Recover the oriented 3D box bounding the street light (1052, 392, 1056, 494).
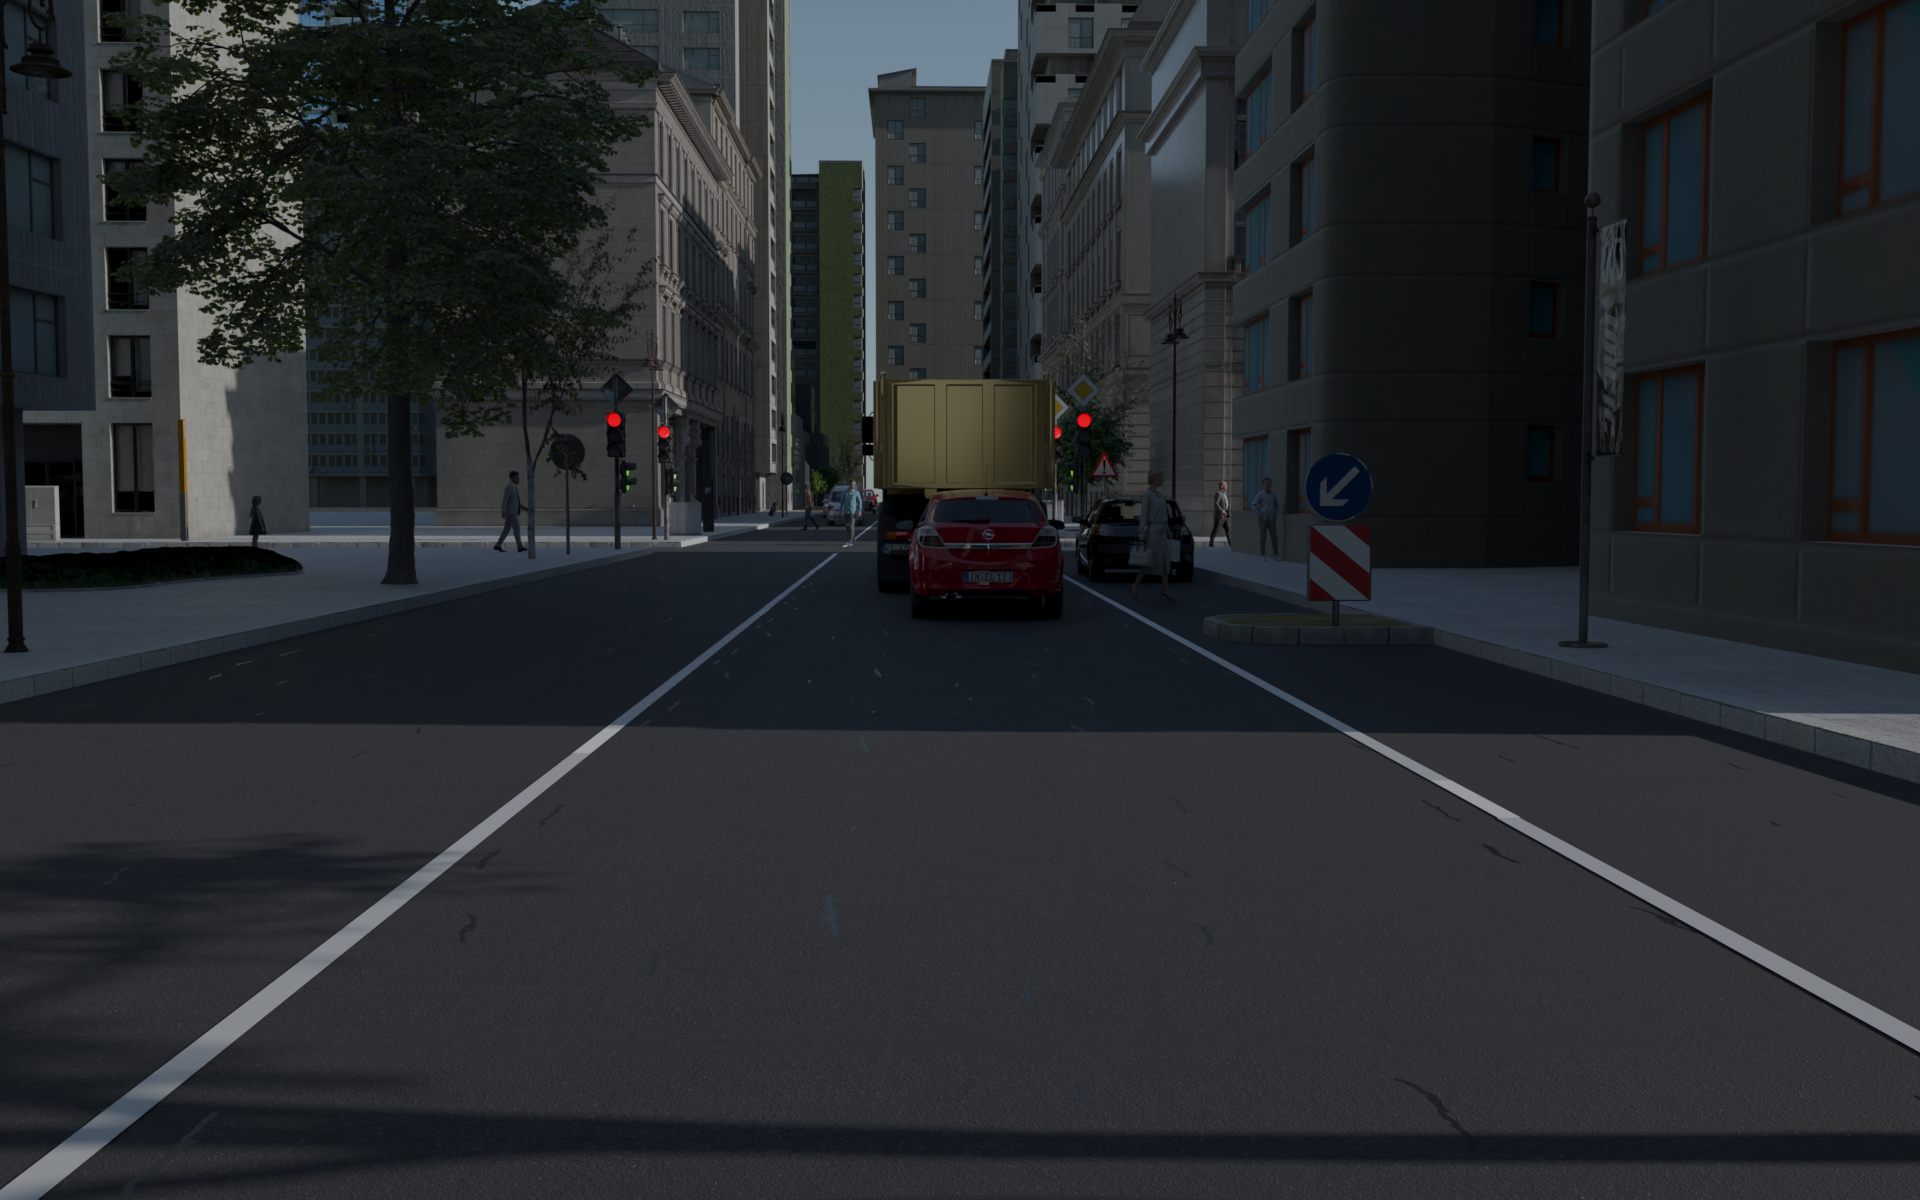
[{"bbox_3d":[3.991,-6.192,74.019,0.468,5.910,1.993,0,4,-2],"label":"street light"}]

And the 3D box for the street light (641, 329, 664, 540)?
[{"bbox_3d":[-8.622,-4.643,48.701,0.468,5.910,1.993,0,4,-2],"label":"street light"}]

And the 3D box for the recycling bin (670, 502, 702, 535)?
[{"bbox_3d":[-8.574,-2.543,54.139,0.722,1.027,0.722,2,4,33],"label":"recycling bin"}]

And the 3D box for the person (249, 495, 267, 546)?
[{"bbox_3d":[-14.657,-1.557,36.166,0.373,1.253,0.362,-3,4,-36],"label":"person"}]

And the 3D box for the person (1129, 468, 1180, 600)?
[{"bbox_3d":[2.621,-0.892,23.438,0.694,1.780,0.624,-3,5,-43],"label":"person"}]

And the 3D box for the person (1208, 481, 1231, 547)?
[{"bbox_3d":[6.828,-2.193,44.750,0.834,1.777,0.661,1,4,20],"label":"person"}]

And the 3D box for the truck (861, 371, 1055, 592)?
[{"bbox_3d":[-0.046,-2.024,29.016,3.469,3.379,9.791,0,4,-1],"label":"truck"}]

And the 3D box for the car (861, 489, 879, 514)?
[{"bbox_3d":[-7.109,-7.259,127.357,2.281,1.827,5.304,0,4,-2],"label":"car"}]

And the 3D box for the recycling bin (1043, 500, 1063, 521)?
[{"bbox_3d":[3.747,-3.507,69.897,0.722,1.027,0.722,-1,4,-8],"label":"recycling bin"}]

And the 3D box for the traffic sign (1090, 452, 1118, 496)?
[{"bbox_3d":[4.513,-3.314,54.188,0.884,2.594,0.081,0,4,6],"label":"traffic sign"}]

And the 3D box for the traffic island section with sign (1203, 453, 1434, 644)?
[{"bbox_3d":[3.519,-0.540,17.454,1.989,1.847,2.006,0,4,-2],"label":"traffic island section with sign"}]

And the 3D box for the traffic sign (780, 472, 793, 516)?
[{"bbox_3d":[-9.993,-6.099,99.822,0.768,2.556,0.104,0,4,5],"label":"traffic sign"}]

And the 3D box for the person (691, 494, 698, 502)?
[{"bbox_3d":[-9.445,-3.134,61.553,0.475,1.303,0.640,1,4,21],"label":"person"}]

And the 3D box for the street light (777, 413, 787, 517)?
[{"bbox_3d":[-9.952,-7.601,97.063,0.468,5.910,1.993,0,4,-2],"label":"street light"}]

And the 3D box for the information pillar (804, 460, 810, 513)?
[{"bbox_3d":[-10.565,-7.874,120.096,0.183,3.616,0.504,-3,5,-45],"label":"information pillar"}]

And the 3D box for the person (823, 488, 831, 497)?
[{"bbox_3d":[-11.848,-9.279,157.735,1.348,1.826,0.705,0,4,5],"label":"person"}]

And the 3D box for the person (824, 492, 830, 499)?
[{"bbox_3d":[-11.358,-8.464,147.617,0.628,1.438,0.799,-3,5,-43],"label":"person"}]

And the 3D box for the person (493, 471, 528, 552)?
[{"bbox_3d":[-9.891,-1.950,38.202,0.850,1.792,0.678,0,4,-5],"label":"person"}]

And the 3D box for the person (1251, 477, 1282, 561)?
[{"bbox_3d":[5.891,-1.553,33.246,0.589,1.601,0.330,0,4,-4],"label":"person"}]

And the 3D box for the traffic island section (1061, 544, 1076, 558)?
[{"bbox_3d":[2.882,-1.111,40.452,2.009,0.180,2.903,0,4,-2],"label":"traffic island section"}]

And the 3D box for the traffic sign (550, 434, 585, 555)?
[{"bbox_3d":[-8.309,-2.235,36.651,0.768,2.556,0.104,0,4,5],"label":"traffic sign"}]

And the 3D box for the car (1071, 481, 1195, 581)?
[{"bbox_3d":[2.959,-1.225,29.820,2.009,1.686,4.222,0,4,-1],"label":"car"}]

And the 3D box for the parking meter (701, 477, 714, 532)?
[{"bbox_3d":[-8.528,-3.233,58.574,0.399,1.863,0.255,0,4,-1],"label":"parking meter"}]

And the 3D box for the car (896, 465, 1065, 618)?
[{"bbox_3d":[0.272,-0.764,21.538,2.155,1.783,4.494,0,4,-1],"label":"car"}]

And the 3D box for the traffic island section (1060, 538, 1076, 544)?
[{"bbox_3d":[2.661,-1.600,48.434,2.009,0.180,2.903,0,4,-2],"label":"traffic island section"}]

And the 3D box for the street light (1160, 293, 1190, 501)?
[{"bbox_3d":[4.955,-4.113,40.031,0.468,5.910,1.993,0,4,-2],"label":"street light"}]

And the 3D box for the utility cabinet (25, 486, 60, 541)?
[{"bbox_3d":[-25.077,-2.338,46.910,1.173,1.500,0.318,0,4,-8],"label":"utility cabinet"}]

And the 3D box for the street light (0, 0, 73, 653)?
[{"bbox_3d":[-7.665,-2.514,13.891,0.468,5.910,1.993,0,4,-2],"label":"street light"}]

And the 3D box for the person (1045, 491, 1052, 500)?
[{"bbox_3d":[4.725,-5.206,91.284,0.853,1.813,0.709,1,4,15],"label":"person"}]

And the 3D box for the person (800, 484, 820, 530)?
[{"bbox_3d":[-6.002,-3.712,69.094,0.836,1.842,0.656,-1,4,-18],"label":"person"}]

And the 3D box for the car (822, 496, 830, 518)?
[{"bbox_3d":[-7.458,-5.788,107.003,2.083,1.381,4.827,0,4,-1],"label":"car"}]

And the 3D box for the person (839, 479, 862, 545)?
[{"bbox_3d":[-3.021,-2.454,48.481,0.638,1.841,0.748,2,4,24],"label":"person"}]
